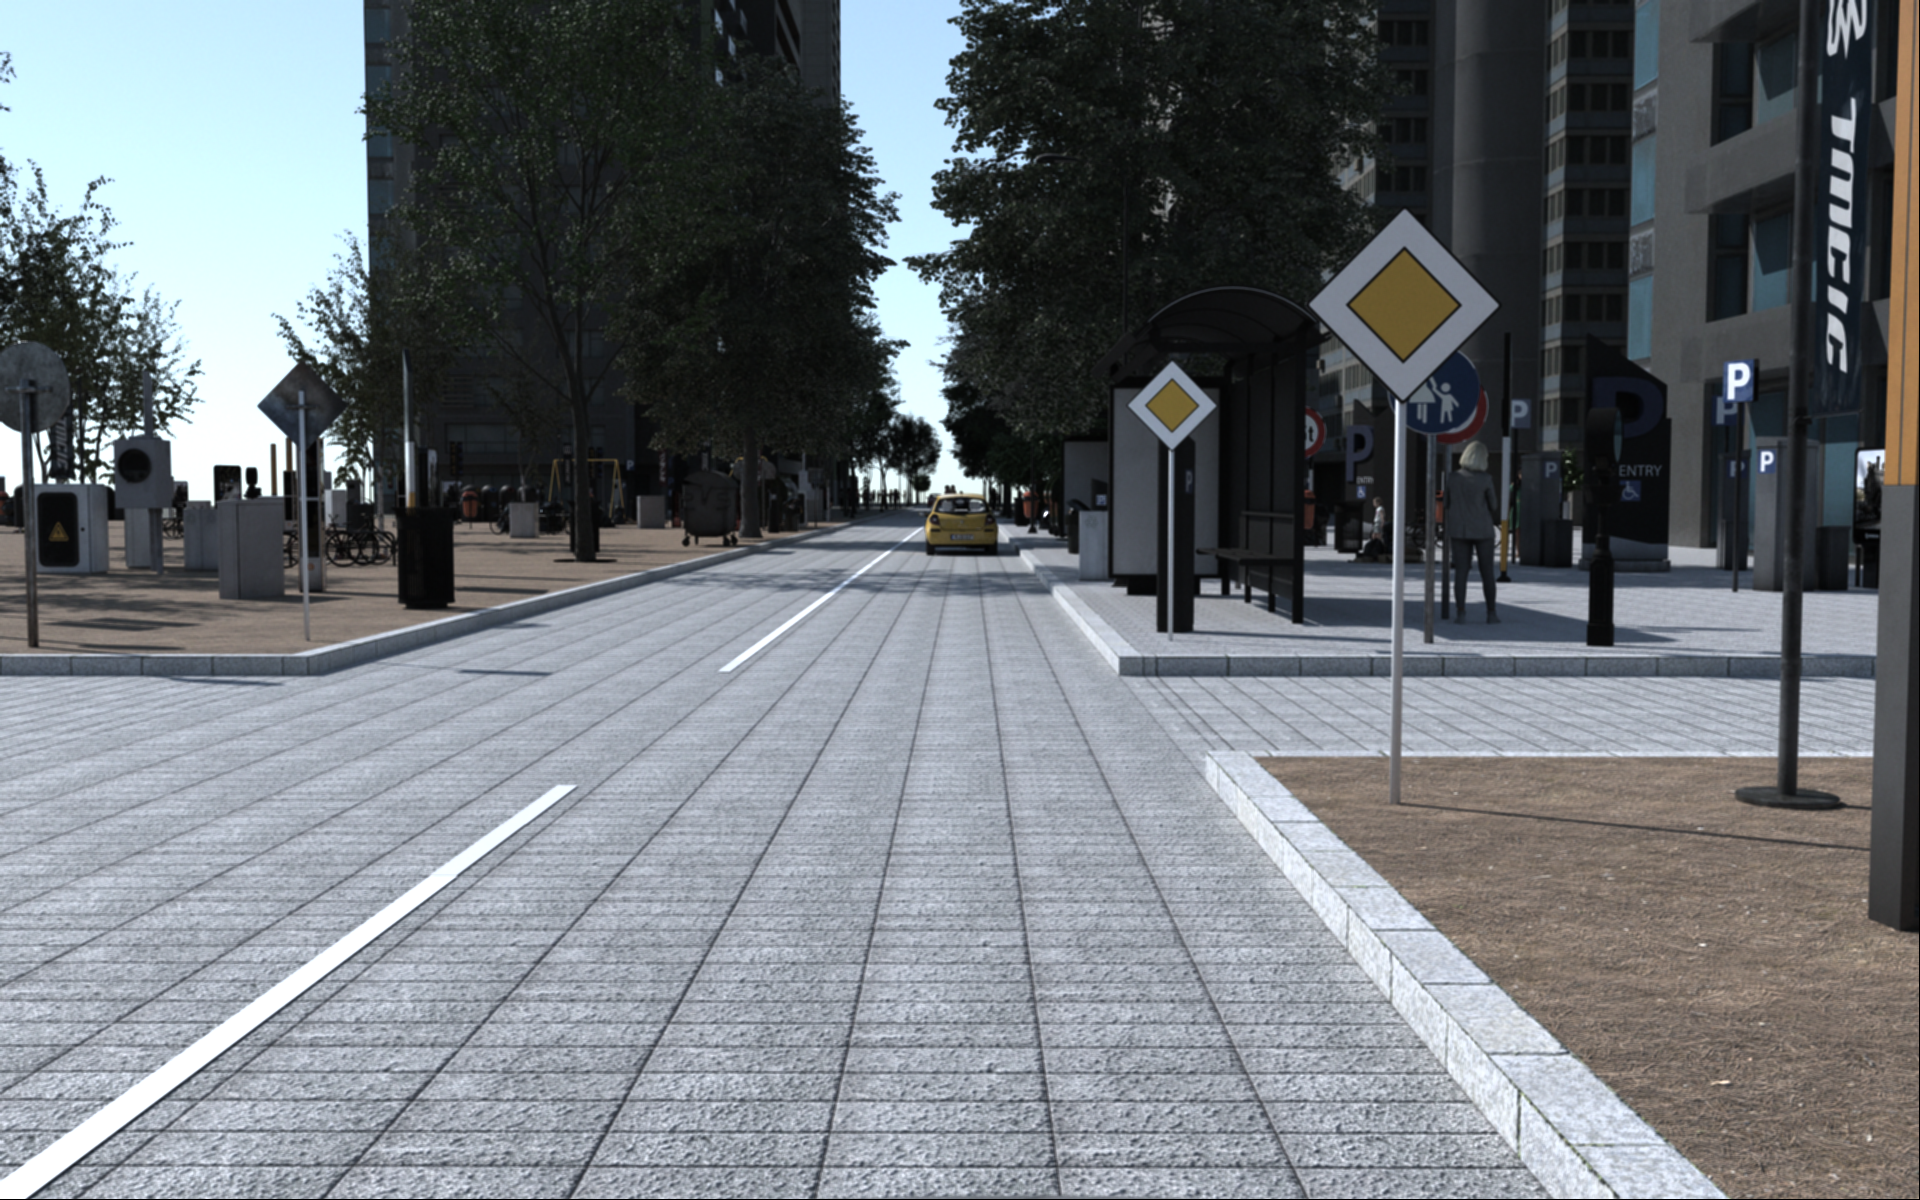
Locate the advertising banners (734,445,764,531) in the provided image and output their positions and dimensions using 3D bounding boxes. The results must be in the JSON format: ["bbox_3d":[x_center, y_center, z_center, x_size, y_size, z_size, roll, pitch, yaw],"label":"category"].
[{"bbox_3d":[-7.761,-3.910,60.110,2.074,3.025,0.090,-2,4,-28],"label":"advertising banners"}]

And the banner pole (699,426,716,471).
[{"bbox_3d":[-9.081,-4.450,62.768,0.863,3.779,0.401,-2,4,-26],"label":"banner pole"}]

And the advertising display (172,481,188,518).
[{"bbox_3d":[-38.881,-4.958,86.275,0.123,1.923,0.974,2,4,25],"label":"advertising display"}]

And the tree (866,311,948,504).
[{"bbox_3d":[-6.987,-9.753,85.221,9.928,11.665,9.643,0,3,0],"label":"tree"}]

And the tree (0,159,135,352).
[{"bbox_3d":[-19.739,-5.330,37.500,4.737,8.622,4.395,0,3,0],"label":"tree"}]

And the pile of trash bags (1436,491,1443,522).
[{"bbox_3d":[13.252,-2.598,52.236,1.912,1.369,3.447,-3,5,-41],"label":"pile of trash bags"}]

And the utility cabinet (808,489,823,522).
[{"bbox_3d":[-6.808,-4.344,79.701,0.318,1.500,1.173,3,4,37],"label":"utility cabinet"}]

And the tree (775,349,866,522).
[{"bbox_3d":[-6.199,-7.823,78.265,4.360,8.622,3.978,0,3,0],"label":"tree"}]

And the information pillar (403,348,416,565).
[{"bbox_3d":[-8.795,-2.221,27.676,0.183,3.616,0.504,-2,4,-25],"label":"information pillar"}]

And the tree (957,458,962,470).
[{"bbox_3d":[-5.898,-17.297,217.224,8.767,10.594,7.601,3,4,36],"label":"tree"}]

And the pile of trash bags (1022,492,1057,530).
[{"bbox_3d":[3.581,-3.220,62.406,3.447,1.369,1.912,-3,5,-42],"label":"pile of trash bags"}]

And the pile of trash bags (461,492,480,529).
[{"bbox_3d":[-16.620,-3.315,63.945,3.447,1.369,1.912,-1,4,-18],"label":"pile of trash bags"}]

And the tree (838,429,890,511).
[{"bbox_3d":[-7.065,-10.954,129.455,4.737,8.622,4.395,0,3,0],"label":"tree"}]

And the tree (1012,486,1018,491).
[{"bbox_3d":[4.411,-12.577,155.996,4.737,8.622,4.395,0,3,0],"label":"tree"}]

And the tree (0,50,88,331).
[{"bbox_3d":[-19.336,-5.841,29.908,8.767,10.594,7.601,0,4,6],"label":"tree"}]

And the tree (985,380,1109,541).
[{"bbox_3d":[3.419,-3.932,48.003,4.285,4.588,4.351,0,3,0],"label":"tree"}]

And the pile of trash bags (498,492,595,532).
[{"bbox_3d":[-13.944,-3.004,58.861,3.447,1.369,1.912,1,4,19],"label":"pile of trash bags"}]

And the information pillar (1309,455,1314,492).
[{"bbox_3d":[11.930,-4.127,58.834,0.183,3.616,0.504,1,4,18],"label":"information pillar"}]

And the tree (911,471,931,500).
[{"bbox_3d":[-5.544,-16.128,247.401,4.285,4.588,4.351,0,3,0],"label":"tree"}]

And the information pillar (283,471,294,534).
[{"bbox_3d":[-20.963,-3.041,54.209,0.304,2.012,0.304,0,4,-1],"label":"information pillar"}]

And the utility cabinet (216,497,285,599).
[{"bbox_3d":[-8.832,-0.637,21.575,0.306,1.237,1.020,1,4,9],"label":"utility cabinet"}]

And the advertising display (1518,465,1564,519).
[{"bbox_3d":[12.574,-1.976,37.524,0.974,1.923,0.123,0,4,-6],"label":"advertising display"}]

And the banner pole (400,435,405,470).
[{"bbox_3d":[-23.621,-5.115,73.640,0.401,3.779,0.863,1,4,17],"label":"banner pole"}]

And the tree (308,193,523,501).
[{"bbox_3d":[-13.144,-5.589,41.737,4.360,8.622,3.978,0,3,0],"label":"tree"}]

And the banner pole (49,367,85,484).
[{"bbox_3d":[-17.541,-2.699,34.147,0.863,3.779,0.401,0,4,1],"label":"banner pole"}]

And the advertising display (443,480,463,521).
[{"bbox_3d":[-23.854,-4.659,81.394,0.974,1.923,0.123,-2,4,-33],"label":"advertising display"}]

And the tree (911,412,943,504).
[{"bbox_3d":[-6.436,-13.018,147.261,8.767,10.594,7.601,-2,4,-34],"label":"tree"}]

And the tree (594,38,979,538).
[{"bbox_3d":[-6.127,-8.800,50.535,9.857,13.997,8.962,0,3,0],"label":"tree"}]

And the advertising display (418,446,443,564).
[{"bbox_3d":[-7.263,-1.132,23.717,0.123,1.923,0.974,-1,4,-9],"label":"advertising display"}]

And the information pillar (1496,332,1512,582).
[{"bbox_3d":[7.975,-2.075,25.279,0.183,3.616,0.504,1,4,21],"label":"information pillar"}]

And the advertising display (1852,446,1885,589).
[{"bbox_3d":[12.449,-1.122,23.561,0.123,1.923,0.974,0,4,1],"label":"advertising display"}]

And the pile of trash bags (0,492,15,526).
[{"bbox_3d":[-37.407,-3.637,69.213,3.447,1.369,1.912,2,4,26],"label":"pile of trash bags"}]

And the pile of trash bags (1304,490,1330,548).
[{"bbox_3d":[8.241,-2.032,42.974,1.912,1.369,3.447,0,4,-3],"label":"pile of trash bags"}]

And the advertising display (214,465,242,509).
[{"bbox_3d":[-16.398,-2.056,38.825,0.123,1.923,0.974,0,4,6],"label":"advertising display"}]

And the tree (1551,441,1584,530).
[{"bbox_3d":[22.064,-4.158,62.585,1.663,3.219,1.824,0,3,0],"label":"tree"}]

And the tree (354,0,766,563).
[{"bbox_3d":[-7.211,-6.527,32.467,9.928,11.665,9.643,0,3,0],"label":"tree"}]

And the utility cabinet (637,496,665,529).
[{"bbox_3d":[-11.472,-3.249,64.285,1.020,1.237,0.306,-3,4,-37],"label":"utility cabinet"}]

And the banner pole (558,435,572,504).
[{"bbox_3d":[-16.917,-5.145,74.135,0.401,3.779,0.863,3,5,40],"label":"banner pole"}]

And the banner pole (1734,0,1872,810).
[{"bbox_3d":[3.425,-1.032,6.884,0.401,3.779,0.863,0,4,6],"label":"banner pole"}]

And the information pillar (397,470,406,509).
[{"bbox_3d":[-16.845,-2.934,52.462,0.304,2.012,0.304,0,4,3],"label":"information pillar"}]

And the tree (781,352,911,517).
[{"bbox_3d":[-6.768,-9.971,97.442,7.601,10.594,8.767,0,4,-1],"label":"tree"}]

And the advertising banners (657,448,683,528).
[{"bbox_3d":[-10.852,-4.293,66.380,0.090,3.025,2.074,3,4,37],"label":"advertising banners"}]

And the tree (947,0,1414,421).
[{"bbox_3d":[3.445,-7.672,32.091,9.857,13.997,8.962,0,3,0],"label":"tree"}]

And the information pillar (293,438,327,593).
[{"bbox_3d":[-8.478,-1.110,22.635,0.304,2.012,0.304,-1,4,-11],"label":"information pillar"}]

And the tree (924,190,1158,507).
[{"bbox_3d":[3.651,-9.544,66.417,12.009,13.543,11.850,0,3,0],"label":"tree"}]

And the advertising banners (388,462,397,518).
[{"bbox_3d":[-28.315,-5.573,87.302,0.090,3.025,2.074,1,4,14],"label":"advertising banners"}]

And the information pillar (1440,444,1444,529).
[{"bbox_3d":[17.981,-4.446,64.054,0.183,3.616,0.504,3,5,44],"label":"information pillar"}]

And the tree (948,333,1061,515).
[{"bbox_3d":[2.631,-11.033,106.146,9.928,11.665,9.643,0,3,0],"label":"tree"}]
